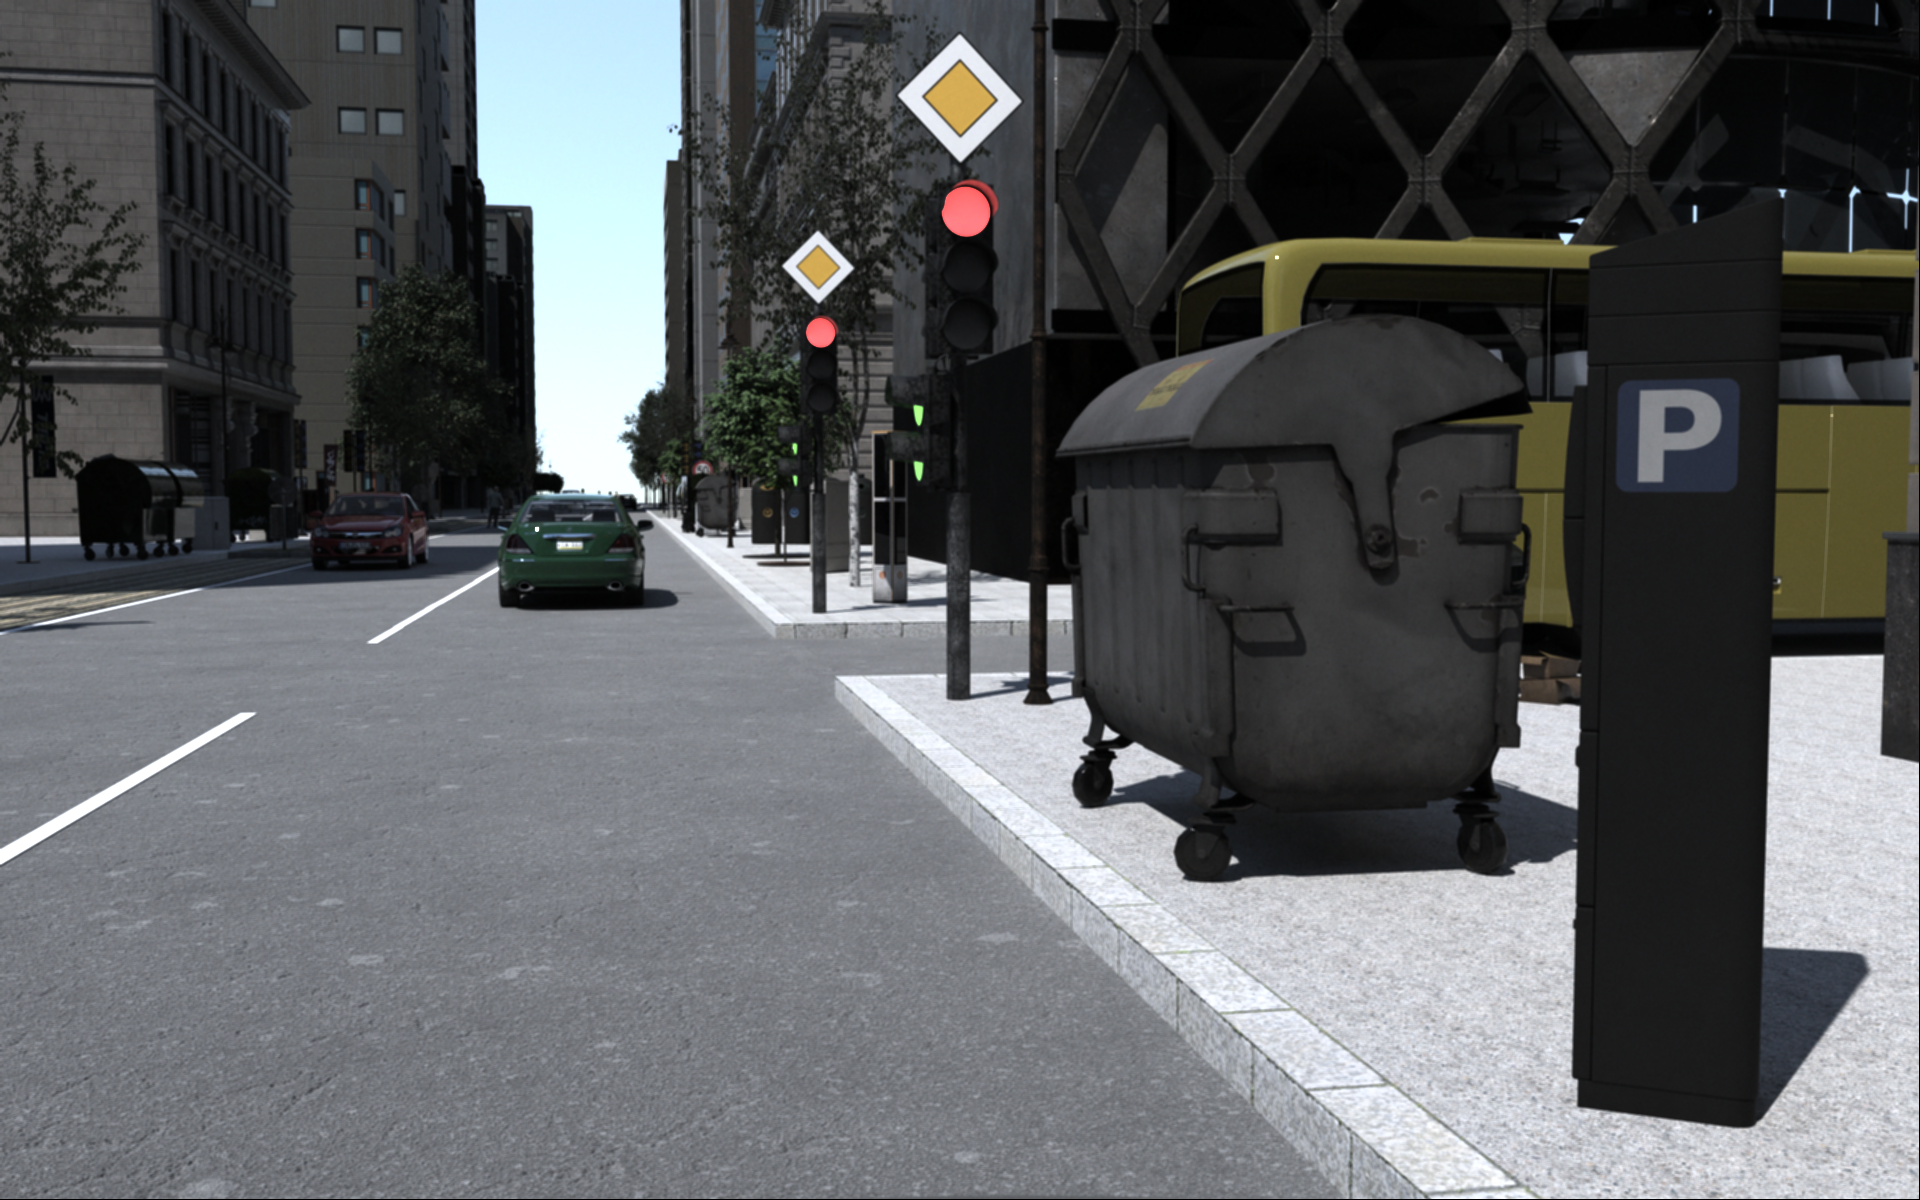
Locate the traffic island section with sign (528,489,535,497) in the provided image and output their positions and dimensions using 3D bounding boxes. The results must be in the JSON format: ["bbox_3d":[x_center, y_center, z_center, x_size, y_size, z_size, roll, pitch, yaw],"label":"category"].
[{"bbox_3d":[-35.012,-8.129,141.530,1.989,1.847,2.006,-1,4,-11],"label":"traffic island section with sign"}]

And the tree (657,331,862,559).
[{"bbox_3d":[-3.660,-3.131,34.912,4.285,4.588,4.351,0,3,0],"label":"tree"}]

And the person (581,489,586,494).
[{"bbox_3d":[-25.819,-6.736,118.648,1.348,1.822,0.705,0,3,0],"label":"person"}]

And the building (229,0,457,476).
[{"bbox_3d":[-52.527,-32.945,127.889,28.713,52.752,27.495,-1,4,-11],"label":"building"}]

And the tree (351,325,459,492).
[{"bbox_3d":[-24.597,-7.698,76.217,4.737,8.622,4.395,0,3,0],"label":"tree"}]

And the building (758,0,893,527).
[{"bbox_3d":[-0.763,-14.183,60.763,11.050,23.489,19.941,-1,4,-11],"label":"building"}]

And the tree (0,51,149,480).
[{"bbox_3d":[-15.878,-4.763,28.242,4.737,8.622,4.395,0,3,0],"label":"tree"}]

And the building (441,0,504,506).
[{"bbox_3d":[-59.112,-45.447,181.312,20.563,71.187,20.611,-1,4,-11],"label":"building"}]

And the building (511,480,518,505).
[{"bbox_3d":[-69.229,-31.286,203.407,32.217,40.220,23.993,-1,4,-11],"label":"building"}]

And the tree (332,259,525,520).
[{"bbox_3d":[-26.155,-10.262,84.791,9.611,12.733,9.660,0,3,0],"label":"tree"}]

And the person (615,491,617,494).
[{"bbox_3d":[-47.029,-13.969,236.980,0.705,1.812,1.348,-1,4,-10],"label":"person"}]

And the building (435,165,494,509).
[{"bbox_3d":[-48.843,-23.181,150.708,14.160,30.474,14.107,-1,4,-11],"label":"building"}]

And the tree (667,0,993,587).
[{"bbox_3d":[-1.701,-4.489,23.759,4.360,8.622,3.978,0,3,0],"label":"tree"}]

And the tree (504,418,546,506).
[{"bbox_3d":[-42.077,-13.176,165.784,4.360,8.622,3.978,0,3,0],"label":"tree"}]

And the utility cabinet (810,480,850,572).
[{"bbox_3d":[-2.090,-1.216,28.568,0.318,1.500,1.173,1,4,22],"label":"utility cabinet"}]

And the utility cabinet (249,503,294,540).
[{"bbox_3d":[-19.037,-2.397,47.866,1.173,1.500,0.318,1,4,9],"label":"utility cabinet"}]

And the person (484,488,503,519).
[{"bbox_3d":[-26.811,-5.585,99.816,0.705,1.824,1.348,3,5,39],"label":"person"}]

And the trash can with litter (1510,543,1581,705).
[{"bbox_3d":[3.514,0.027,10.945,0.624,1.170,1.055,-3,5,-44],"label":"trash can with litter"}]

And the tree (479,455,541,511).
[{"bbox_3d":[-36.011,-9.264,135.187,4.285,4.588,4.351,0,3,0],"label":"tree"}]

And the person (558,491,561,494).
[{"bbox_3d":[-27.703,-6.726,119.938,0.415,1.643,0.593,0,4,-2],"label":"person"}]

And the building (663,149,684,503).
[{"bbox_3d":[-29.974,-37.732,240.623,21.300,48.544,21.600,-1,4,-11],"label":"building"}]

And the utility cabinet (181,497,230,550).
[{"bbox_3d":[-17.313,-1.748,39.743,0.306,1.237,1.020,3,5,42],"label":"utility cabinet"}]

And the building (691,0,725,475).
[{"bbox_3d":[-9.237,-35.844,128.045,21.231,58.520,28.212,-1,4,-11],"label":"building"}]

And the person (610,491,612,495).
[{"bbox_3d":[-49.161,-14.378,243.657,0.705,1.814,1.350,0,4,4],"label":"person"}]

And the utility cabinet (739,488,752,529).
[{"bbox_3d":[-7.322,-3.266,62.075,1.173,1.500,0.318,1,4,14],"label":"utility cabinet"}]

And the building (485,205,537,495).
[{"bbox_3d":[-65.888,-33.890,237.702,14.154,41.232,14.086,-1,4,-11],"label":"building"}]

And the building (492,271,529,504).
[{"bbox_3d":[-63.623,-27.672,224.137,14.160,30.474,14.107,-1,4,-11],"label":"building"}]

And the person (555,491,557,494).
[{"bbox_3d":[-43.040,-10.736,184.713,0.721,1.739,1.217,3,5,45],"label":"person"}]

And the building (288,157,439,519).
[{"bbox_3d":[-46.569,-15.675,101.326,27.650,21.520,28.899,-1,4,-11],"label":"building"}]

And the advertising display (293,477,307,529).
[{"bbox_3d":[-24.468,-3.613,64.290,0.123,1.923,0.974,0,4,2],"label":"advertising display"}]

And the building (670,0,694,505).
[{"bbox_3d":[-26.717,-47.759,219.106,20.563,71.187,20.611,-1,4,-11],"label":"building"}]

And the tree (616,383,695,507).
[{"bbox_3d":[-30.660,-16.014,178.844,9.611,12.733,9.660,0,3,0],"label":"tree"}]

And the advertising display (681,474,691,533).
[{"bbox_3d":[-9.087,-3.193,57.424,0.123,1.923,0.974,-1,4,-21],"label":"advertising display"}]

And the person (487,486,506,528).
[{"bbox_3d":[-19.578,-3.929,73.222,0.782,1.767,0.515,0,4,6],"label":"person"}]

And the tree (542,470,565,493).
[{"bbox_3d":[-52.727,-14.267,216.985,4.285,4.588,4.351,0,3,0],"label":"tree"}]

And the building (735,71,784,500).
[{"bbox_3d":[-3.279,-14.733,82.687,13.314,21.916,24.055,-1,4,-11],"label":"building"}]

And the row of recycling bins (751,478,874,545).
[{"bbox_3d":[-3.724,-2.272,44.254,3.534,1.692,1.069,1,4,21],"label":"row of recycling bins"}]

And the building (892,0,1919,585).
[{"bbox_3d":[8.334,-9.971,30.480,16.811,18.784,16.820,-1,4,-11],"label":"building"}]

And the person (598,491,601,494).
[{"bbox_3d":[-40.755,-11.436,195.482,1.348,1.823,0.705,3,5,40],"label":"person"}]

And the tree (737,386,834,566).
[{"bbox_3d":[-3.266,-2.235,31.149,1.663,3.219,1.824,0,3,0],"label":"tree"}]

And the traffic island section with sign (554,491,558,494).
[{"bbox_3d":[-45.435,-11.445,195.757,1.989,1.847,2.006,-1,4,-11],"label":"traffic island section with sign"}]

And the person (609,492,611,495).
[{"bbox_3d":[-39.854,-11.521,197.659,1.217,1.735,0.721,3,5,44],"label":"person"}]

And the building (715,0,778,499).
[{"bbox_3d":[-7.647,-27.919,106.580,14.600,45.320,14.200,-1,4,-11],"label":"building"}]

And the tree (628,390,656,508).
[{"bbox_3d":[-16.625,-9.139,99.779,4.360,8.622,3.978,0,3,0],"label":"tree"}]

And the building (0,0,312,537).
[{"bbox_3d":[-28.565,-12.316,52.276,10.553,20.767,40.483,-1,4,-11],"label":"building"}]
